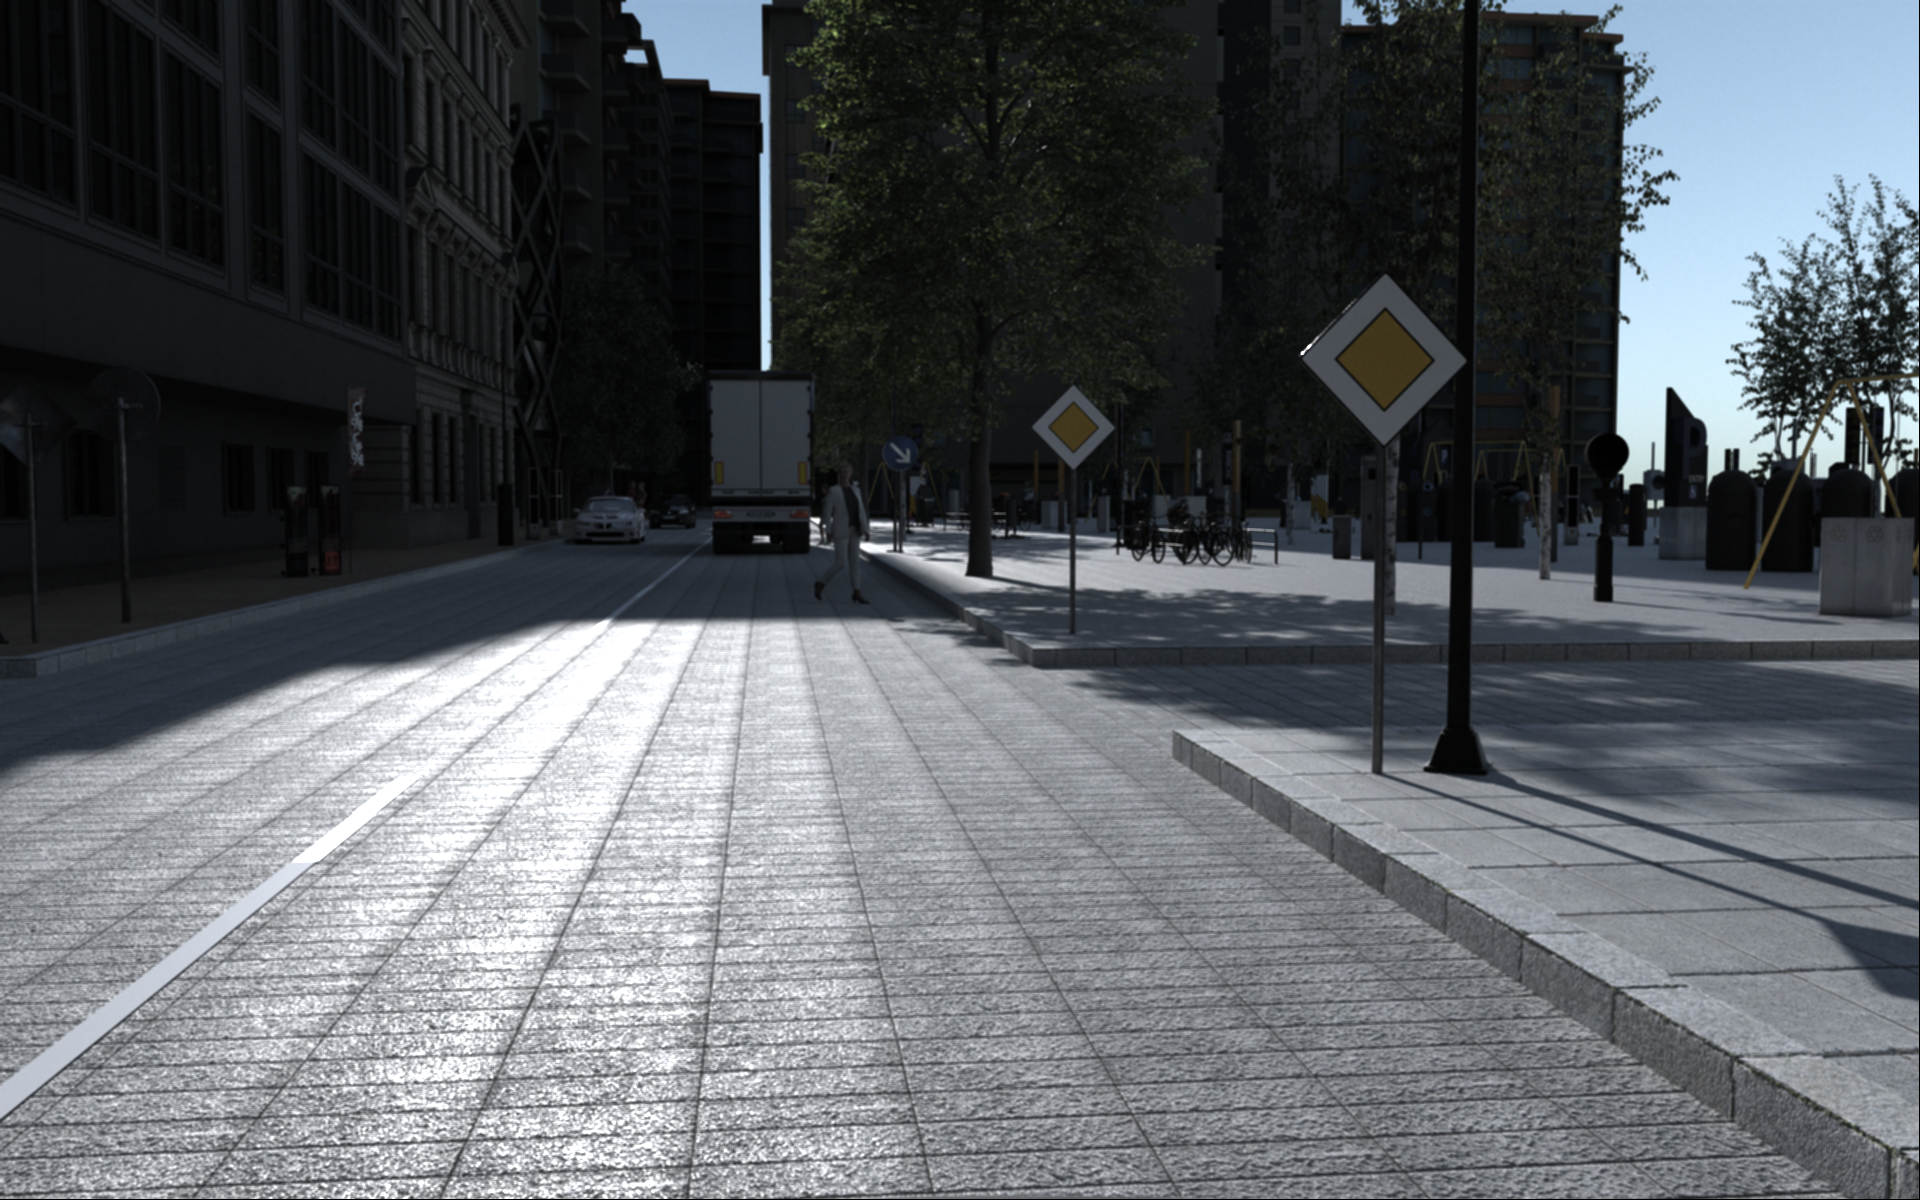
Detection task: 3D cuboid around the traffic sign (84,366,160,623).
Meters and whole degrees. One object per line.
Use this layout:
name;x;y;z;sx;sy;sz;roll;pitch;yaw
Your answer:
traffic sign;-8.329;-1.047;17.230;0.768;2.556;0.104;0;4;3

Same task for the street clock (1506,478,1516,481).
street clock;25.222;-4.571;79.301;0.471;2.002;0.358;-2;4;-32

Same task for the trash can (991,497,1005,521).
trash can;1.672;-4.083;78.414;0.748;1.137;0.748;0;3;0

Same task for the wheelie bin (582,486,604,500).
wheelie bin;-14.101;-3.610;66.929;0.980;1.594;0.693;-1;4;-10

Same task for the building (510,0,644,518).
building;-30.320;-27.374;102.193;22.147;44.769;28.867;0;4;-6

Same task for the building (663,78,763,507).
building;-35.206;-32.301;182.743;28.867;44.769;22.147;0;4;-6

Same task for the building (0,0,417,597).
building;-17.857;-14.215;25.924;14.314;27.812;24.014;0;4;-6

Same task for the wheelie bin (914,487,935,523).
wheelie bin;-1.599;-4.157;75.871;0.980;1.594;0.693;-2;4;-32

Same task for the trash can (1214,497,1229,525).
trash can;10.989;-3.747;72.925;0.748;1.137;0.748;0;3;0

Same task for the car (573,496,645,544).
car;-10.289;-2.363;51.000;2.083;1.381;4.827;0;4;-7

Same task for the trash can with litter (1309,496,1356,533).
trash can with litter;12.433;-2.833;57.385;1.678;1.210;2.233;-1;4;-22

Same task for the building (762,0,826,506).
building;-7.603;-36.698;189.248;27.495;52.752;28.713;0;4;-6

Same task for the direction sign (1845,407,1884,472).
direction sign;23.582;-3.256;45.231;0.876;3.537;0.379;2;4;27

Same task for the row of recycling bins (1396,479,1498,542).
row of recycling bins;12.814;-2.418;46.649;3.534;1.692;1.069;-1;4;-11

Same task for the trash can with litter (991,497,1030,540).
trash can with litter;1.189;-2.348;49.442;1.678;1.210;2.233;2;4;27

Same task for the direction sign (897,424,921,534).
direction sign;-1.673;-3.898;55.729;0.876;3.537;0.379;-1;4;-16

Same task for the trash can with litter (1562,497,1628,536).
trash can with litter;19.543;-2.558;52.882;2.233;1.210;1.678;1;4;12

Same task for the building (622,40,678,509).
building;-36.470;-27.814;146.643;23.993;40.220;32.217;0;4;-6

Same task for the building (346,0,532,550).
building;-18.412;-11.208;47.871;10.561;19.102;19.286;0;4;-6

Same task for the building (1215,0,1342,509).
building;21.441;-44.009;157.798;20.611;71.187;20.563;0;4;-6

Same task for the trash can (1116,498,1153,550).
trash can;4.102;-1.748;40.235;0.748;1.137;0.748;0;3;0

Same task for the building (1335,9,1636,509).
building;46.233;-30.908;159.973;28.867;44.769;22.147;0;4;-6

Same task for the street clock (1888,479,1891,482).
street clock;43.567;-4.672;80.963;0.471;2.002;0.358;-3;5;-43

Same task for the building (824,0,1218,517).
building;2.778;-29.443;105.089;21.300;48.544;21.600;0;4;-6

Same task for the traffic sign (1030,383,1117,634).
traffic sign;1.029;-0.746;15.838;0.795;2.450;0.064;0;4;-6

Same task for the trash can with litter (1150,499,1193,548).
trash can with litter;5.006;-1.842;41.509;1.055;1.170;0.624;0;4;-4

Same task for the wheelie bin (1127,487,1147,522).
wheelie bin;8.241;-4.452;80.698;0.980;1.594;0.693;-1;4;-12

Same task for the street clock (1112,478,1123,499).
street clock;7.053;-4.465;77.568;0.471;2.002;0.358;0;4;8

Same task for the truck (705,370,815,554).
truck;-5.163;-3.429;44.974;2.839;4.237;11.283;0;4;-6

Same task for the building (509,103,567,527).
building;-23.966;-12.178;66.557;16.820;18.784;16.811;0;4;-6

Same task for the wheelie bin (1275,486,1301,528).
wheelie bin;12.528;-3.569;66.254;0.980;1.594;0.693;1;4;9

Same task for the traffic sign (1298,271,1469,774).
traffic sign;1.914;-0.260;7.901;0.795;2.450;0.064;0;4;-6

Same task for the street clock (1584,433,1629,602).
street clock;7.704;-0.986;20.687;0.471;2.002;0.358;1;4;10

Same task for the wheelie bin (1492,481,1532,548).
wheelie bin;13.160;-2.049;41.414;0.980;1.594;0.693;2;4;33

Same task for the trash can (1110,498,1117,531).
trash can;5.327;-2.938;59.693;0.748;1.137;0.748;0;3;0

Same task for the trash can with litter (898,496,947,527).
trash can with litter;-1.651;-3.479;67.934;1.678;1.210;2.233;-2;4;-32

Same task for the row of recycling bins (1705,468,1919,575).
row of recycling bins;14.140;-1.306;28.471;3.534;1.692;1.069;3;4;36

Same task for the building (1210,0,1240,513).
building;3.941;-33.097;130.380;28.713;52.752;27.495;0;4;-6

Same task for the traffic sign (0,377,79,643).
traffic sign;-7.962;-0.686;14.859;0.795;2.450;0.064;0;4;-6

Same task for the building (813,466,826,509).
building;-2.712;-43.778;154.019;20.563;71.187;20.611;0;4;-6

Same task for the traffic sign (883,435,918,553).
traffic sign;-1.295;-2.295;37.631;0.768;2.556;0.104;0;4;-3

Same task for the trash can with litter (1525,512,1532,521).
trash can with litter;27.297;-4.431;83.509;2.233;1.210;1.678;-2;4;-32

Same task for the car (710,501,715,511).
car;-20.255;-8.494;147.557;2.281;1.827;5.304;0;4;-8

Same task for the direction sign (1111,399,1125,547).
direction sign;3.833;-3.042;41.732;0.379;3.537;0.876;-1;4;-9

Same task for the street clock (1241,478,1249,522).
street clock;13.106;-4.623;80.157;0.471;2.002;0.358;1;4;18

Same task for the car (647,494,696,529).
car;-12.045;-3.844;72.633;2.009;1.686;4.222;0;4;-5

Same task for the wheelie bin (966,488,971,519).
wheelie bin;0.780;-4.811;86.569;0.980;1.594;0.693;0;4;2
